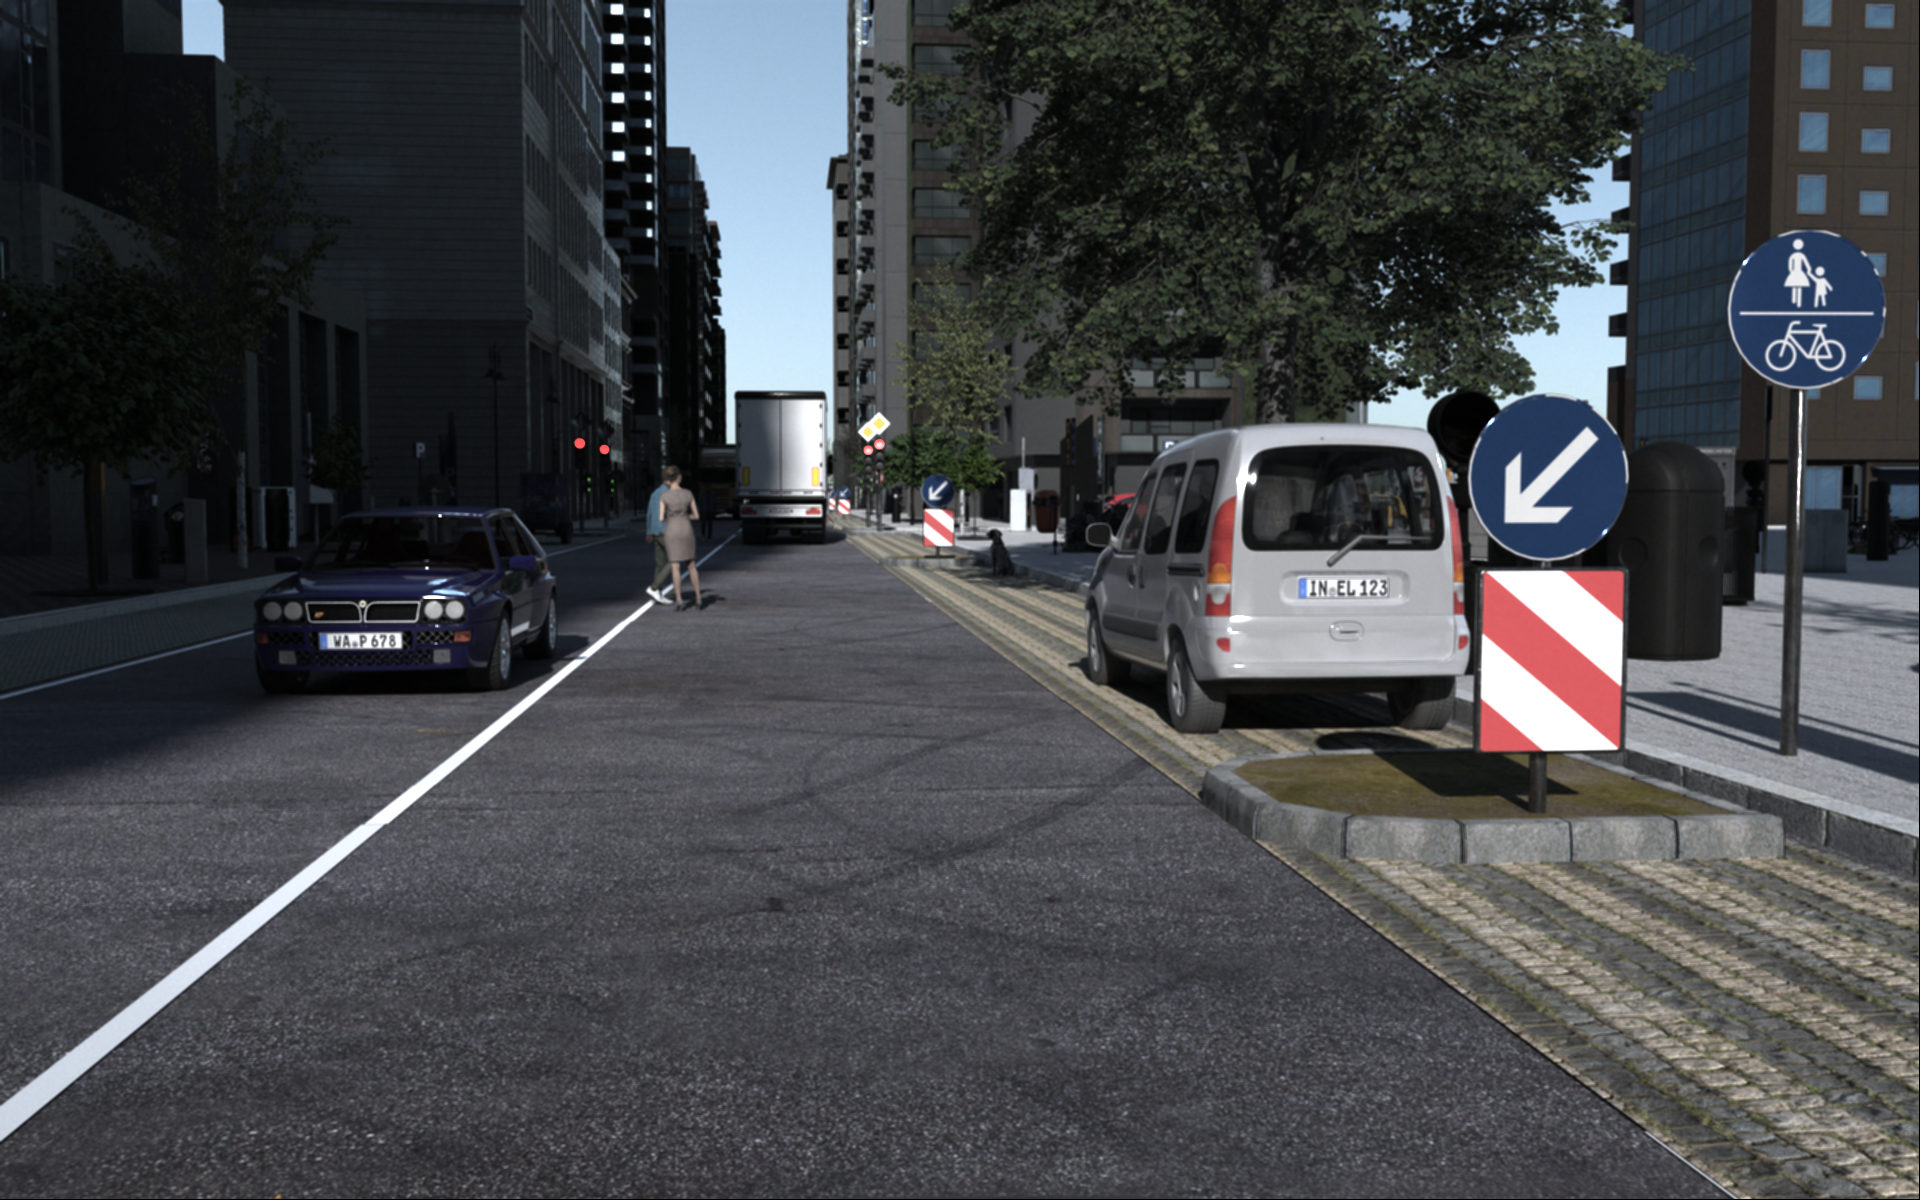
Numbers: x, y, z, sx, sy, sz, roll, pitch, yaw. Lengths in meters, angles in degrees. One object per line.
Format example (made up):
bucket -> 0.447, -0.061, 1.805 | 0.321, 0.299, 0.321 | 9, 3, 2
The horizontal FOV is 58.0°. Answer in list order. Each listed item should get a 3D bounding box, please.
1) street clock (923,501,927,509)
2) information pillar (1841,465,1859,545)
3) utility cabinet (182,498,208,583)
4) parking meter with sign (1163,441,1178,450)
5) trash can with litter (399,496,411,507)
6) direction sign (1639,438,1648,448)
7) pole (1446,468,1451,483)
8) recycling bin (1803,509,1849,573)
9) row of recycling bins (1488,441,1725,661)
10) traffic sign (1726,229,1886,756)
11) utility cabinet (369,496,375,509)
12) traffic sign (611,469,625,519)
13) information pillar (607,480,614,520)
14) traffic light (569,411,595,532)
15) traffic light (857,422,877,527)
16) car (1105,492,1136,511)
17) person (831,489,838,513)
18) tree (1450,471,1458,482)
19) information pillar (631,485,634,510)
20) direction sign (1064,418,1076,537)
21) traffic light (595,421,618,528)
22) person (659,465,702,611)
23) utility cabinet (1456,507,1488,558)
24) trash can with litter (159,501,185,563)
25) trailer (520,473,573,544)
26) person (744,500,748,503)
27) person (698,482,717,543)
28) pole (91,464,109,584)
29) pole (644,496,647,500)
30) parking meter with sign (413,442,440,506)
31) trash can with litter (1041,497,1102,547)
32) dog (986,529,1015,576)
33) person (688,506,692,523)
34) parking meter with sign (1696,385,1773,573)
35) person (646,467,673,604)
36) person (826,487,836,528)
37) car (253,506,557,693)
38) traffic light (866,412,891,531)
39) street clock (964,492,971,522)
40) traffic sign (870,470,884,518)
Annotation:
street clock -> -1.738, -4.973, 85.886 | 0.471, 2.002, 0.358 | -1, 4, -15
information pillar -> 22.326, -2.384, 43.470 | 0.304, 2.012, 0.304 | -3, 5, -41
utility cabinet -> -11.228, -0.874, 25.454 | 0.306, 1.237, 1.020 | -1, 4, -22
parking meter with sign -> 7.412, -3.725, 57.166 | 0.543, 3.016, 1.738 | 3, 5, 41
trash can with litter -> -17.333, -2.573, 53.123 | 1.678, 1.210, 2.233 | 1, 4, 15
direction sign -> 27.716, -4.788, 70.284 | 0.379, 3.537, 0.876 | 3, 5, 41
pole -> 21.775, -5.099, 77.208 | 0.158, 3.312, 0.155 | 0, 3, 0
recycling bin -> 14.186, -0.982, 28.617 | 0.722, 1.027, 0.722 | 1, 4, 11
row of recycling bins -> 5.460, -0.481, 14.980 | 1.069, 1.692, 3.534 | 0, 4, -2
traffic sign -> 4.073, -0.509, 8.435 | 0.768, 2.556, 0.104 | 0, 4, -1
utility cabinet -> -42.755, -7.032, 126.137 | 0.306, 1.237, 1.020 | -1, 4, -19
traffic sign -> -17.542, -5.417, 88.667 | 0.768, 2.556, 0.104 | 0, 4, 3
information pillar -> -17.209, -4.931, 85.111 | 0.304, 2.012, 0.304 | 3, 4, 37
traffic light -> -12.753, -4.249, 58.385 | 0.839, 4.253, 0.868 | 0, 4, -6
traffic light -> -3.594, -4.797, 67.346 | 0.839, 4.253, 0.868 | 0, 4, -6
car -> 7.278, -3.437, 65.232 | 4.494, 1.783, 2.155 | 0, 4, -6
person -> -8.867, -6.949, 122.391 | 0.850, 1.792, 0.678 | -1, 4, -10
tree -> 15.365, -3.475, 51.426 | 1.663, 3.219, 1.824 | 0, 3, 0
information pillar -> -26.372, -8.234, 139.119 | 0.304, 2.012, 0.304 | -1, 4, -15
direction sign -> 3.311, -3.658, 51.799 | 0.379, 3.537, 0.876 | -1, 4, -14
traffic light -> -13.554, -4.735, 66.330 | 0.839, 4.253, 0.868 | 0, 4, -6
person -> -3.430, -0.757, 21.217 | 0.599, 1.781, 0.374 | -2, 4, -27
utility cabinet -> 10.403, -1.589, 34.665 | 0.318, 1.500, 1.173 | -1, 4, -19
trash can with litter -> -14.642, -1.269, 32.136 | 1.055, 1.170, 0.624 | 2, 4, 26
trailer -> -11.801, -2.554, 48.808 | 1.471, 1.999, 3.904 | 0, 4, -7
person -> -17.488, -8.090, 140.867 | 0.778, 1.811, 0.616 | -3, 4, -37
person -> -7.474, -2.592, 51.229 | 0.601, 1.785, 0.444 | -1, 4, -16
pole -> -12.295, -1.887, 24.690 | 0.158, 3.312, 0.155 | 0, 3, 0
pole -> -23.220, -8.207, 128.024 | 0.158, 3.312, 0.155 | 0, 3, 0
parking meter with sign -> -17.350, -3.765, 57.825 | 1.738, 3.016, 0.543 | 1, 4, 22
trash can with litter -> 2.877, -1.934, 42.682 | 2.233, 1.210, 1.678 | -2, 4, -27
dog -> 0.703, -0.823, 30.286 | 0.513, 0.831, 0.800 | 0, 4, 3
person -> -13.258, -4.519, 84.987 | 0.503, 1.515, 0.523 | 2, 4, 35
parking meter with sign -> 12.245, -1.956, 28.248 | 1.738, 3.016, 0.543 | 1, 4, 23
person -> -3.887, -0.837, 22.532 | 0.444, 1.785, 0.601 | -1, 4, -22
person -> -5.436, -3.770, 70.893 | 0.466, 1.731, 0.760 | 3, 5, 43
car -> -4.281, -0.072, 13.761 | 1.945, 1.354, 3.894 | 0, 4, -5
traffic light -> -2.793, -4.311, 59.401 | 0.839, 4.253, 0.868 | 0, 4, -6
street clock -> 0.324, -4.523, 78.528 | 0.358, 2.002, 0.471 | 0, 4, 1
traffic sign -> -4.443, -5.671, 92.823 | 0.768, 2.556, 0.104 | 0, 4, 2
